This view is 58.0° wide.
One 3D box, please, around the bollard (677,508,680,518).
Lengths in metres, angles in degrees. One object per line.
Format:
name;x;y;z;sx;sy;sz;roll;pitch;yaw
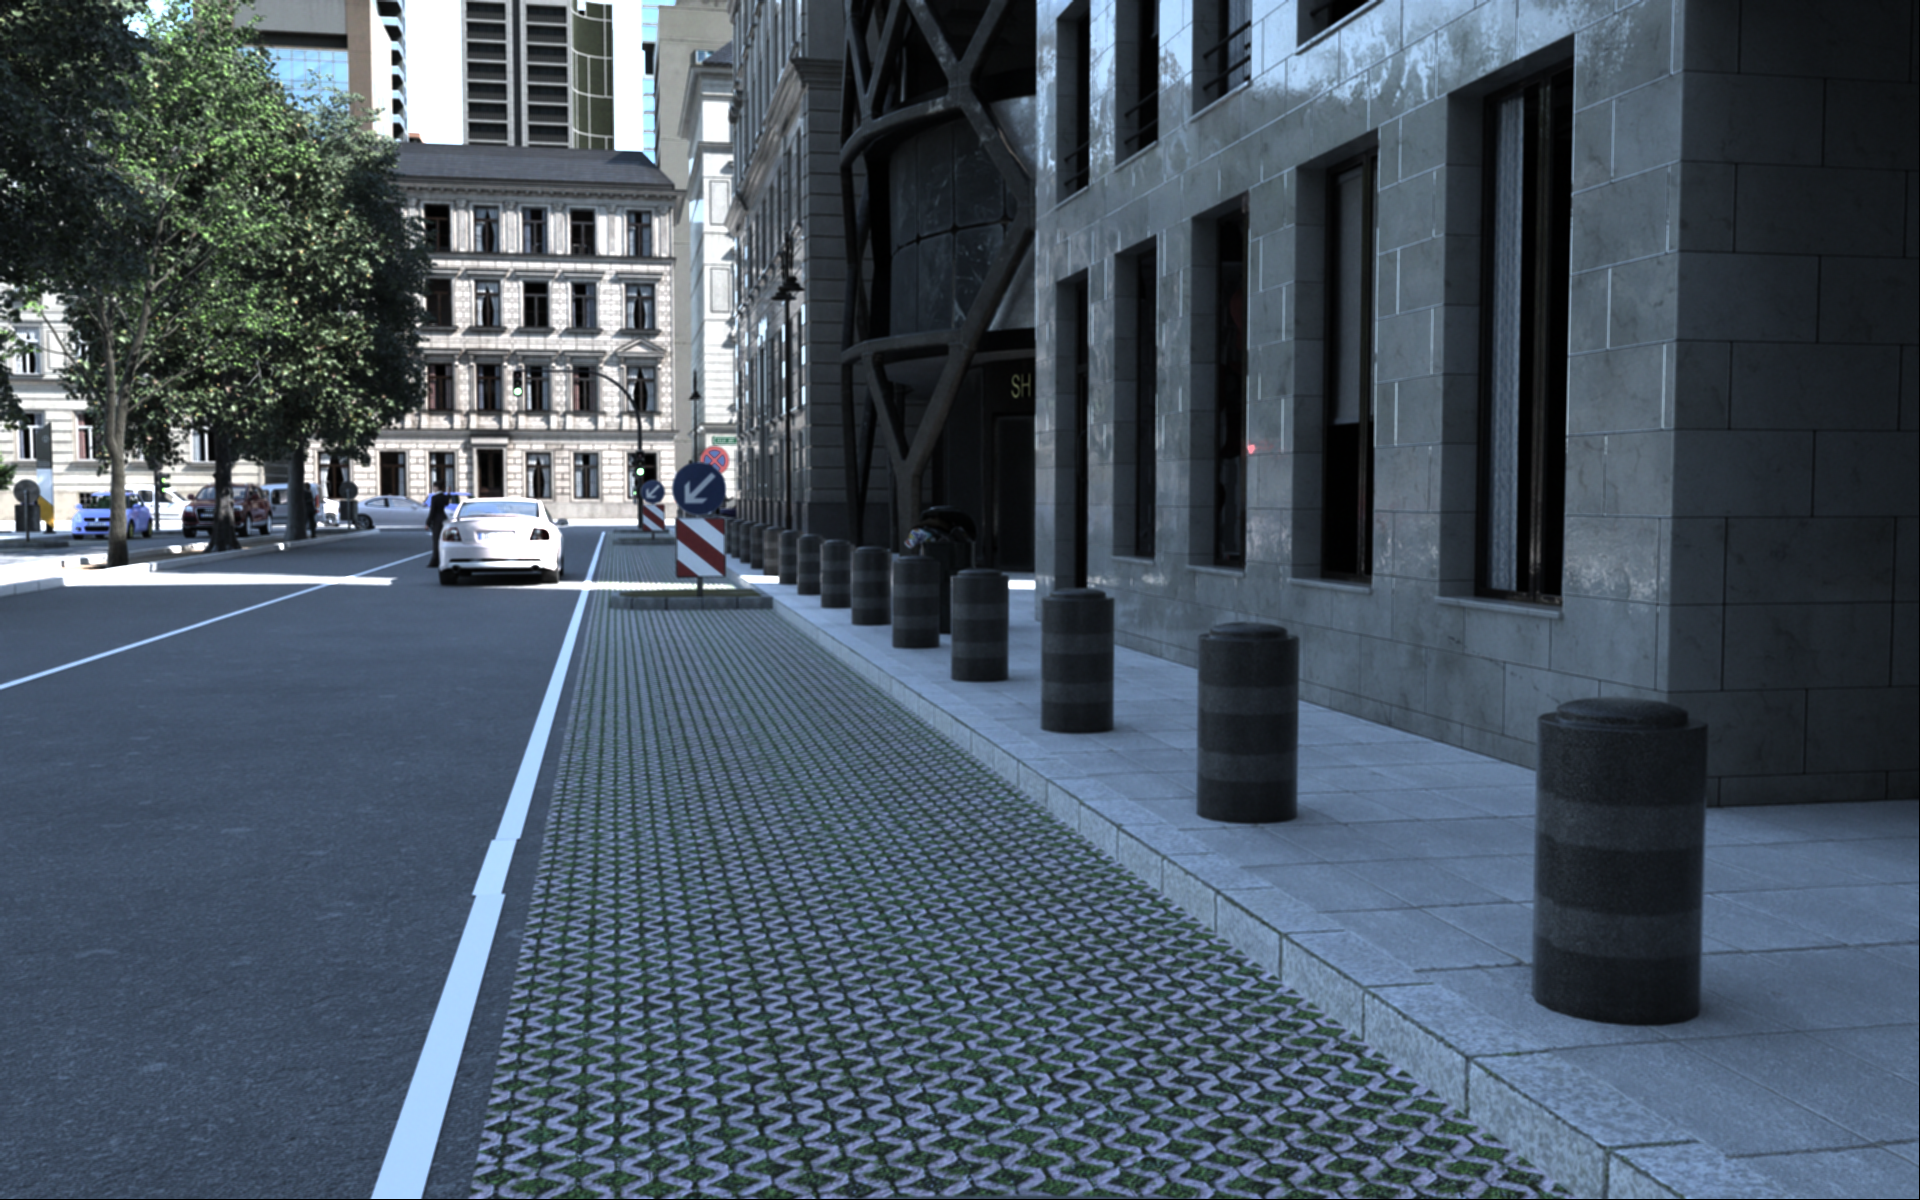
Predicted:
bollard;-9.982;-2.947;62.906;0.404;0.777;0.398;0;3;0

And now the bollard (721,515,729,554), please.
bollard;-4.919;-1.390;37.443;0.404;0.777;0.398;0;3;0

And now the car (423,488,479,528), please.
car;-21.275;-3.956;74.268;3.694;1.707;1.945;-1;4;-11

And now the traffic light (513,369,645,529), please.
traffic light;-13.907;-5.440;63.612;4.771;5.953;1.251;-1;4;-11

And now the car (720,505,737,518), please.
car;-8.233;-3.432;68.685;3.894;1.354;1.945;-1;4;-11

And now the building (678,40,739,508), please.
building;6.610;-19.717;98.785;44.131;29.872;17.030;-1;4;-11

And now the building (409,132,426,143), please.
building;-74.743;-33.406;200.817;28.867;44.769;22.147;-1;4;-11

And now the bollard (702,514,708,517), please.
bollard;-6.436;-1.857;45.077;0.404;0.777;0.398;0;3;0

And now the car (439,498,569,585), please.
car;-7.607;-1.013;28.920;2.083;1.381;4.827;-1;4;-11

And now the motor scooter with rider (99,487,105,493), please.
motor scooter with rider;-36.350;-3.976;73.978;1.986;1.779;0.876;-1;4;-11

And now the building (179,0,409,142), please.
building;-66.585;-52.703;174.372;22.319;86.520;31.000;-1;4;-11

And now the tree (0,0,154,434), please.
tree;-14.099;-6.824;20.691;9.857;13.997;8.962;0;3;0

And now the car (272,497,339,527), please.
car;-28.825;-3.870;75.634;4.827;1.381;2.083;-1;4;-13

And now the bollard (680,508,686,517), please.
bollard;-9.474;-2.791;60.357;0.404;0.777;0.398;0;3;0

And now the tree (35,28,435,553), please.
tree;-18.065;-7.508;42.217;9.611;12.733;9.660;0;3;0

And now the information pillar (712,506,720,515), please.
information pillar;-8.004;-3.156;56.091;0.304;2.012;0.304;-1;4;-10

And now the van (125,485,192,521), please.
van;-35.960;-4.361;78.312;4.112;2.044;2.013;-1;4;-11

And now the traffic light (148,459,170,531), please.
traffic light;-28.261;-4.402;60.896;0.839;4.253;0.868;-1;4;-11

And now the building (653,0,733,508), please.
building;-18.557;-33.318;168.447;21.300;48.544;21.600;-1;4;-11

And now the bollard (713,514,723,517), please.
bollard;-5.423;-1.545;39.982;0.404;0.777;0.398;0;3;0

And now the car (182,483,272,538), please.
car;-24.822;-3.065;58.782;2.281;1.827;5.304;-1;4;-10

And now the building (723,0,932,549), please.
building;-0.344;-15.594;52.233;12.463;27.353;25.104;-1;4;-11

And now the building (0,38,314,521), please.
building;-48.976;-15.536;87.296;30.059;22.955;16.112;-1;4;-11

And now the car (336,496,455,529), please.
car;-22.249;-3.455;68.851;4.827;1.381;2.083;-1;4;-11

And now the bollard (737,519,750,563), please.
bollard;-3.912;-1.079;32.358;0.404;0.777;0.398;0;3;0

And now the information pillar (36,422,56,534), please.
information pillar;-29.710;-3.969;56.255;0.504;3.616;0.183;0;4;-2

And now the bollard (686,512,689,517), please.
bollard;-8.464;-2.480;55.266;0.404;0.777;0.398;0;3;0

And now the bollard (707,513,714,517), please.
bollard;-5.930;-1.701;42.528;0.404;0.777;0.398;0;3;0

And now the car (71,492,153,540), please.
car;-27.122;-2.802;55.406;1.945;1.707;3.694;-1;4;-12

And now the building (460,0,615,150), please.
building;-59.688;-49.530;248.065;20.611;71.187;20.563;-1;4;-11

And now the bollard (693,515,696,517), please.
bollard;-7.448;-2.168;50.161;0.404;0.777;0.398;0;3;0

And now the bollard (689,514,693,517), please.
bollard;-7.956;-2.324;52.720;0.404;0.777;0.398;0;3;0

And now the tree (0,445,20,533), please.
tree;-32.218;-3.871;57.889;1.663;3.219;1.824;0;3;0

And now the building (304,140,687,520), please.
building;-23.975;-13.734;89.182;19.286;19.102;10.561;-1;4;-11

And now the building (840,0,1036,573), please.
building;6.045;-10.091;32.433;16.820;18.784;16.811;-1;4;-11

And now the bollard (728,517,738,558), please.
bollard;-4.413;-1.235;34.904;0.404;0.777;0.398;0;3;0

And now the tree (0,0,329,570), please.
tree;-15.953;-6.386;32.625;9.928;11.665;9.643;0;3;0

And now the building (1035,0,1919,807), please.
building;7.488;-9.481;9.768;10.420;20.320;16.860;-1;4;-11

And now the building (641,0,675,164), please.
building;-34.685;-57.584;254.166;31.000;86.520;22.319;-1;4;-11

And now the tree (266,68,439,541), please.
tree;-20.410;-8.789;52.810;9.857;13.997;8.962;0;3;0

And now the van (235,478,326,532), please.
van;-25.969;-3.541;64.907;4.112;2.044;2.013;-1;4;-12

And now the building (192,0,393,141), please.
building;-58.234;-30.812;153.893;14.600;45.320;14.200;-1;4;-11
